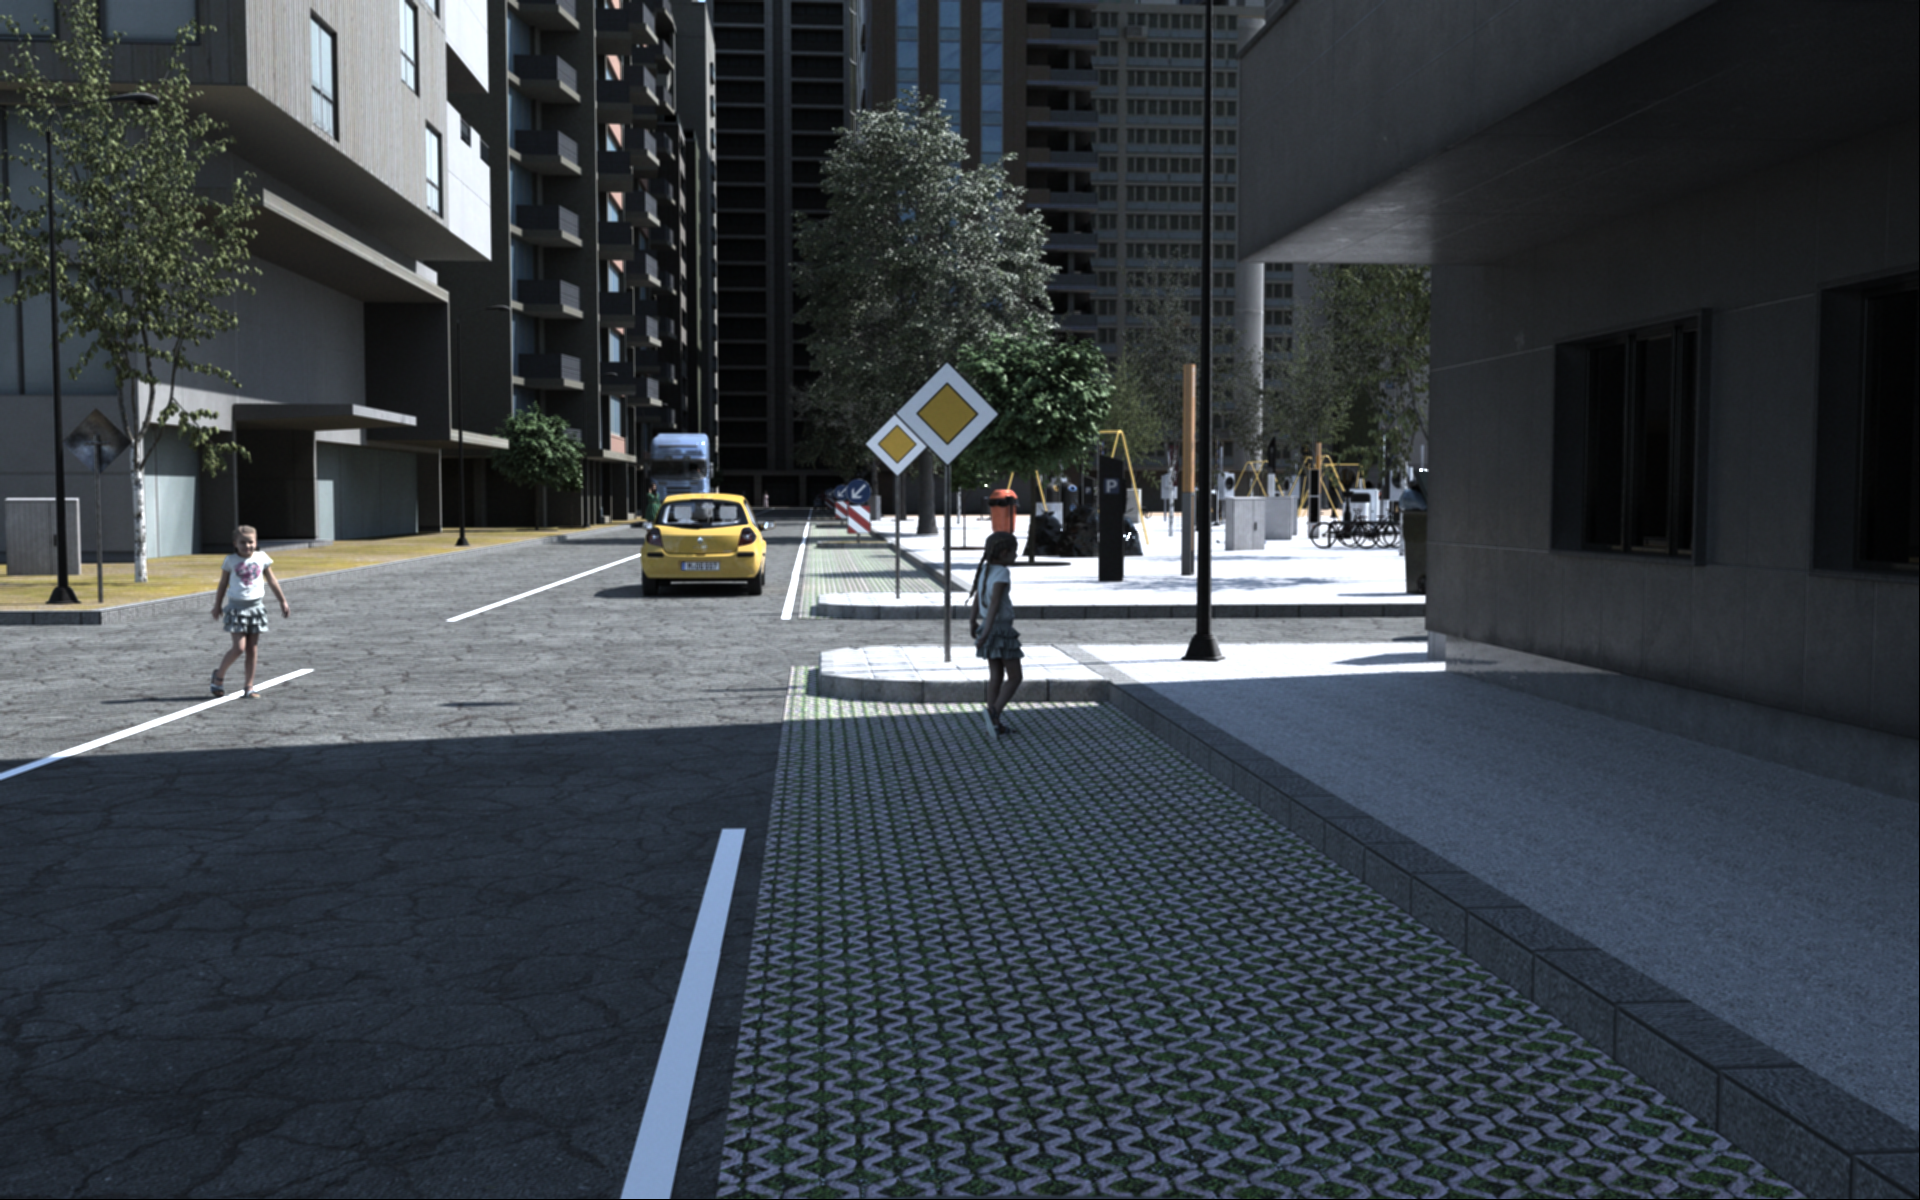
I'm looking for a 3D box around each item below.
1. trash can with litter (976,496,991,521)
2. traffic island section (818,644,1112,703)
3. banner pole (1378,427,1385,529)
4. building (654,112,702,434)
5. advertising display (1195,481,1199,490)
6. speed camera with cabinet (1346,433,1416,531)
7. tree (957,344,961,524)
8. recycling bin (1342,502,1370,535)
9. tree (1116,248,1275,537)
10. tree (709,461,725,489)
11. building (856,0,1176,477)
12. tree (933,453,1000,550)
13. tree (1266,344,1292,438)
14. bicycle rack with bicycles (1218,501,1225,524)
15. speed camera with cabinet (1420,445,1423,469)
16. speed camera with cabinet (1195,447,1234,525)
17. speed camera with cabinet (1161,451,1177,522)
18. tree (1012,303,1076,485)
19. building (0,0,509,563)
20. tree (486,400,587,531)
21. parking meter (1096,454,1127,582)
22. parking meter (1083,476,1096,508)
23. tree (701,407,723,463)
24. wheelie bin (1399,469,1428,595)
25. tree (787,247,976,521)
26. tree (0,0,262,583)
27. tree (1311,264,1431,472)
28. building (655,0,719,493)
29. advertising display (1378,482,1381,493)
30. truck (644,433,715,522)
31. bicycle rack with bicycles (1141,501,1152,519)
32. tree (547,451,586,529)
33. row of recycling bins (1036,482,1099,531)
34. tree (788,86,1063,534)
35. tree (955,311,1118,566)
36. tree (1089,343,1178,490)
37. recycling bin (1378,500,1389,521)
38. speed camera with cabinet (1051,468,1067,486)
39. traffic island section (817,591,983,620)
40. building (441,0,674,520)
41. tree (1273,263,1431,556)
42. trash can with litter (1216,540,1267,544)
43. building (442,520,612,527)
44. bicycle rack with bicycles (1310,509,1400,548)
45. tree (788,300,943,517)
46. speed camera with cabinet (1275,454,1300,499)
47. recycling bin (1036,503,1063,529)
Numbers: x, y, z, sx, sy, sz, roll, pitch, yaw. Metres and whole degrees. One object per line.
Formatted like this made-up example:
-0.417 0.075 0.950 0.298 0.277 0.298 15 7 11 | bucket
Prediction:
1.661 -4.483 84.354 2.233 1.210 1.678 -2 4 -27 | trash can with litter
-0.075 0.553 13.239 2.009 0.180 2.903 0 4 -5 | traffic island section
15.761 -4.556 64.510 0.401 3.779 0.863 1 4 21 | banner pole
-27.086 -21.962 130.782 14.160 30.474 14.107 0 4 -5 | building
11.473 -4.875 84.914 0.123 1.923 0.974 3 5 42 | advertising display
13.534 -3.766 55.910 2.038 3.252 0.660 1 4 20 | speed camera with cabinet
-0.286 -7.532 73.517 4.737 8.622 4.395 0 3 0 | tree
12.153 -2.485 53.176 0.722 1.027 0.722 1 4 22 | recycling bin
6.457 -6.200 51.739 4.360 8.622 3.978 0 3 0 | tree
-21.757 -10.058 148.167 4.285 4.588 4.351 0 3 0 | tree
4.253 -34.834 158.778 28.713 52.752 27.495 0 4 -5 | building
0.101 -2.766 39.821 1.663 3.219 1.824 0 3 0 | tree
15.766 -7.785 77.640 4.737 8.622 4.395 0 3 0 | tree
11.567 -3.801 75.526 2.852 0.926 2.925 -2 4 -30 | bicycle rack with bicycles
18.338 -4.668 70.658 0.660 3.252 2.038 -1 4 -11 | speed camera with cabinet
10.498 -4.723 71.550 2.038 3.252 0.660 -3 5 -43 | speed camera with cabinet
10.350 -5.241 80.027 2.038 3.252 0.660 1 4 15 | speed camera with cabinet
2.966 -7.070 65.963 4.360 8.622 3.978 0 3 0 | tree
-27.288 -27.689 41.949 28.713 52.752 27.495 0 4 -5 | building
-14.794 -4.700 60.554 4.285 4.588 4.351 0 3 0 | tree
2.248 -1.209 25.482 0.399 1.863 0.255 1 4 9 | parking meter
4.195 -3.062 55.773 0.399 1.863 0.255 2 4 32 | parking meter
-21.958 -11.778 142.933 4.360 8.622 3.978 0 3 0 | tree
6.073 -0.879 22.281 0.980 1.594 0.693 -1 4 -22 | wheelie bin
-2.725 -10.589 83.503 12.009 13.543 11.850 0 3 0 | tree
-11.837 -4.546 24.683 4.737 8.622 4.395 0 3 0 | tree
7.333 -4.626 26.002 4.737 8.622 4.395 0 3 0 | tree
-33.484 -32.728 158.803 21.600 48.544 21.300 0 4 -5 | building
22.913 -5.363 92.907 0.974 1.923 0.123 0 4 1 | advertising display
-12.857 -5.681 82.639 2.967 4.110 18.799 0 4 -5 | truck
8.632 -4.656 89.509 2.925 0.926 2.852 -2 4 -26 | bicycle rack with bicycles
-14.477 -4.289 64.733 1.663 3.219 1.824 0 3 0 | tree
4.006 -3.191 59.291 3.534 1.692 1.069 -2 4 -32 | row of recycling bins
-1.017 -9.062 54.822 9.857 13.997 8.962 0 3 0 | tree
1.256 -2.907 31.241 4.285 4.588 4.351 0 3 0 | tree
7.847 -8.201 84.450 4.737 8.622 4.395 0 3 0 | tree
19.179 -4.061 78.954 0.722 1.027 0.722 1 4 16 | recycling bin
5.695 -5.894 90.699 2.038 3.252 0.660 -3 5 -40 | speed camera with cabinet
-0.742 0.066 21.197 2.009 0.180 2.903 0 4 -5 | traffic island section
-29.633 -27.767 108.611 22.147 44.769 28.867 0 4 -5 | building
8.983 -5.226 35.809 4.360 8.622 3.978 0 3 0 | tree
7.187 -2.093 45.277 1.678 1.210 2.233 2 4 30 | trash can with litter
-25.525 -25.930 78.579 22.147 44.769 28.867 0 4 -5 | building
9.950 -1.731 41.676 2.925 0.926 2.852 1 4 13 | bicycle rack with bicycles
-4.914 -11.026 97.280 9.611 12.733 9.660 0 3 0 | tree
16.351 -5.649 86.696 0.660 3.252 2.038 -1 4 -11 | speed camera with cabinet
2.583 -2.367 51.251 0.722 1.027 0.722 2 4 28 | recycling bin
